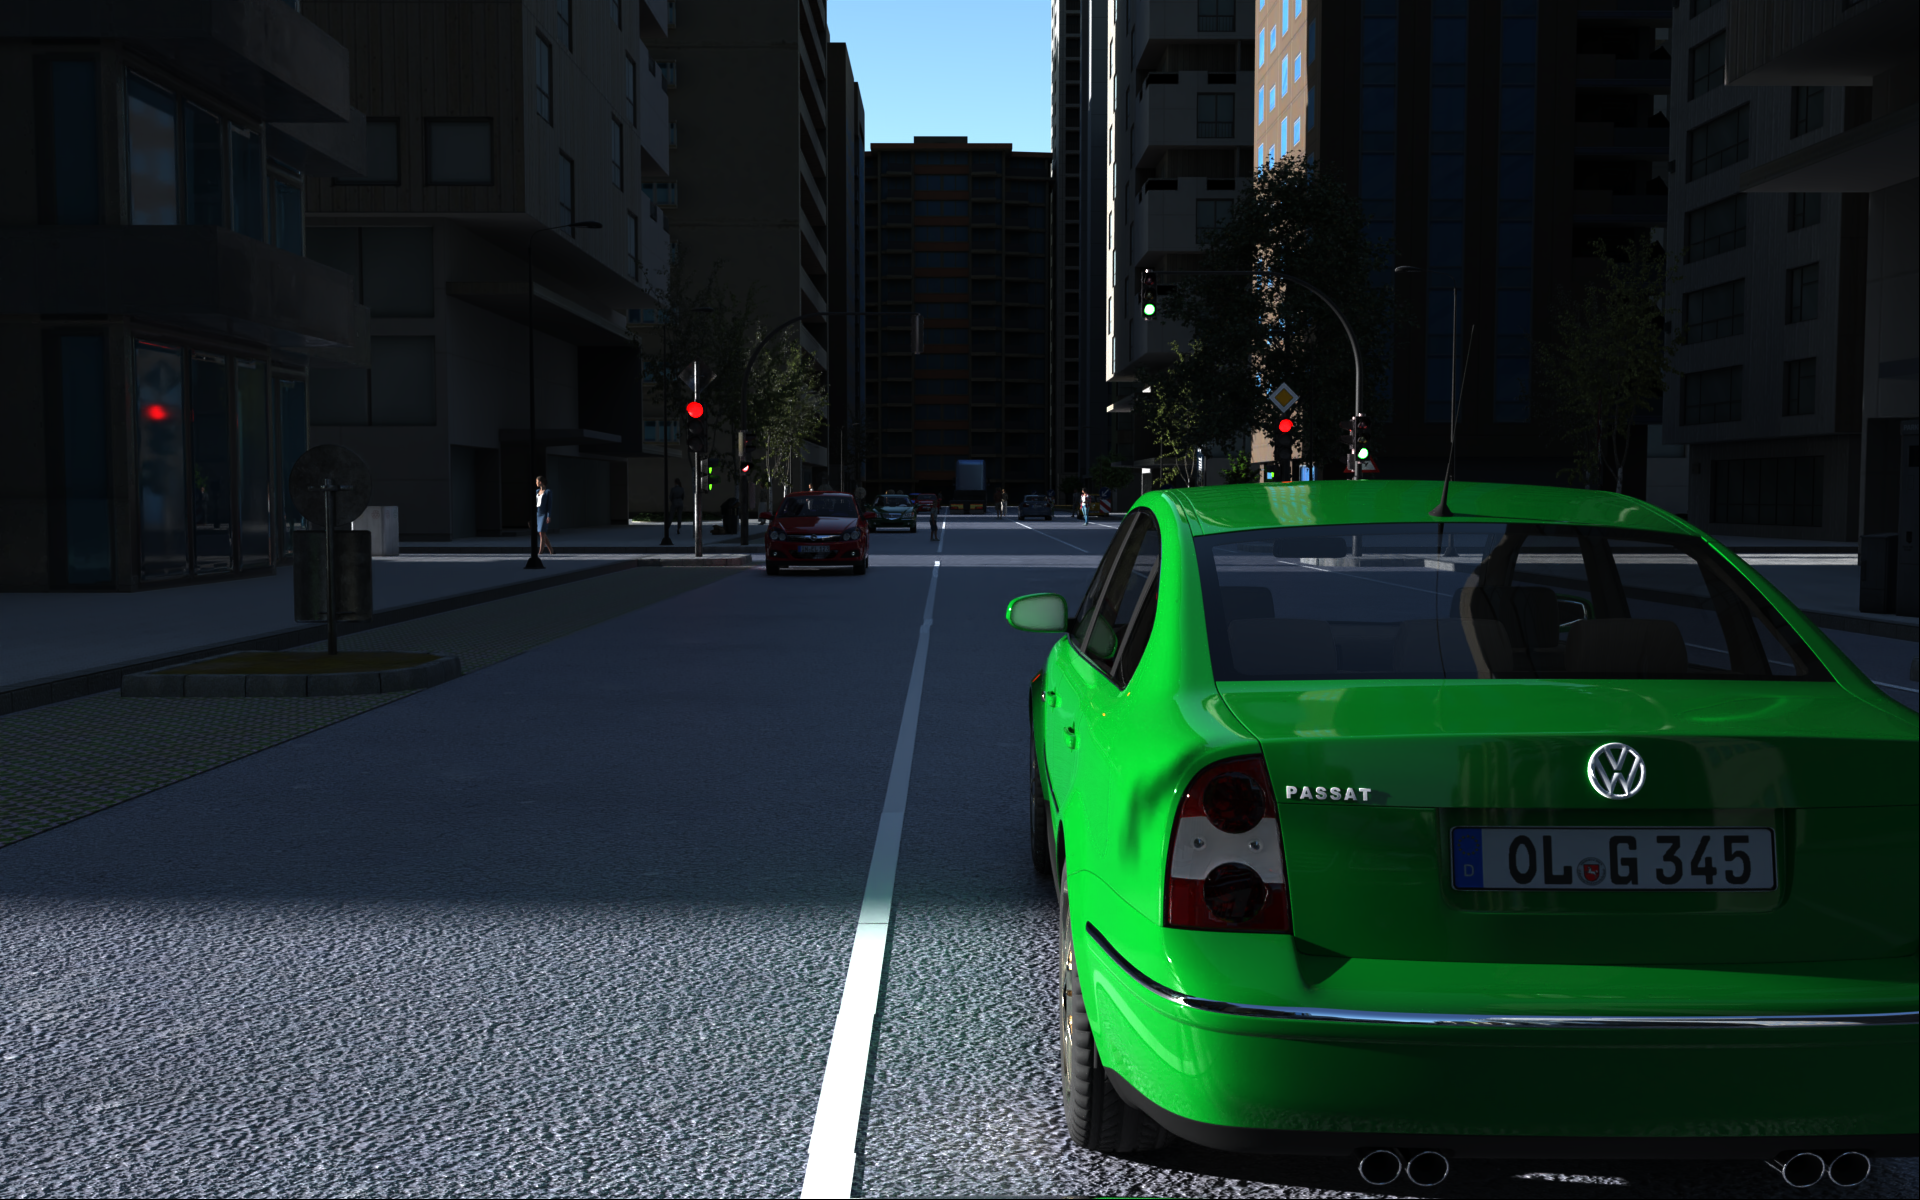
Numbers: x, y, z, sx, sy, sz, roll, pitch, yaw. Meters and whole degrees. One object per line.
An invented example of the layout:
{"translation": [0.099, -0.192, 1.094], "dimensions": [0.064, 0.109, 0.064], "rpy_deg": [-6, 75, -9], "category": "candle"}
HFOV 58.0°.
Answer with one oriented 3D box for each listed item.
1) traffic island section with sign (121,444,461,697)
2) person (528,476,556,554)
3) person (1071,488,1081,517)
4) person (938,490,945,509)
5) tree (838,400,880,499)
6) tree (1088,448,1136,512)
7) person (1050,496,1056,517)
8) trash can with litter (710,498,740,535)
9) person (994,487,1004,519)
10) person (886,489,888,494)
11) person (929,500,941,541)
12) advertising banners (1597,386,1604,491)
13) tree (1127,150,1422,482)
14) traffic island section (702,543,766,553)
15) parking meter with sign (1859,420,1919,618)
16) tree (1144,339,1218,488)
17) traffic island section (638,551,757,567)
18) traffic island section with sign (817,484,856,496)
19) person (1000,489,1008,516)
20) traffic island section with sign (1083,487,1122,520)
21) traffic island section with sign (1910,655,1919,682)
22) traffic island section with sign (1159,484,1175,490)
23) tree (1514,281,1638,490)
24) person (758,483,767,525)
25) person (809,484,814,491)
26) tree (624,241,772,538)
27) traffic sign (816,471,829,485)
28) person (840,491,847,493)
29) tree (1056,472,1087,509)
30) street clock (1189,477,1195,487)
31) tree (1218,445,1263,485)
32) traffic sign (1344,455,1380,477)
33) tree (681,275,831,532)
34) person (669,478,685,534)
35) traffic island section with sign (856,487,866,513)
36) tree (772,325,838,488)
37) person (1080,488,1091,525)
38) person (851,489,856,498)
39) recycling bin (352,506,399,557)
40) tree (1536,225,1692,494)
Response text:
{"translation": [-4.910, -0.273, 13.090], "dimensions": [1.989, 1.847, 2.006], "rpy_deg": [0, 4, 0], "category": "traffic island section with sign"}
{"translation": [-9.005, -1.776, 37.556], "dimensions": [0.654, 1.822, 0.581], "rpy_deg": [-3, 5, -42], "category": "person"}
{"translation": [7.196, -6.009, 107.027], "dimensions": [0.678, 1.792, 0.850], "rpy_deg": [3, 5, 39], "category": "person"}
{"translation": [-1.814, -9.386, 161.964], "dimensions": [0.705, 1.824, 1.348], "rpy_deg": [2, 4, 25], "category": "person"}
{"translation": [-8.051, -11.205, 133.558], "dimensions": [4.360, 8.622, 3.978], "rpy_deg": [0, 3, 0], "category": "tree"}
{"translation": [10.704, -8.475, 122.273], "dimensions": [4.285, 4.588, 4.351], "rpy_deg": [0, 3, 0], "category": "tree"}
{"translation": [5.710, -5.851, 108.410], "dimensions": [0.590, 1.304, 0.306], "rpy_deg": [3, 5, 39], "category": "person"}
{"translation": [-7.389, -2.654, 54.776], "dimensions": [0.624, 1.170, 1.055], "rpy_deg": [2, 4, 33], "category": "trash can with litter"}
{"translation": [2.214, -5.516, 98.665], "dimensions": [0.573, 1.828, 0.580], "rpy_deg": [1, 4, 13], "category": "person"}
{"translation": [-8.137, -11.542, 194.842], "dimensions": [0.705, 1.812, 1.348], "rpy_deg": [0, 4, -6], "category": "person"}
{"translation": [-0.770, -2.434, 52.973], "dimensions": [0.332, 1.250, 0.352], "rpy_deg": [-2, 4, -27], "category": "person"}
{"translation": [10.203, -1.921, 27.599], "dimensions": [0.090, 3.025, 2.074], "rpy_deg": [1, 4, 19], "category": "advertising banners"}
{"translation": [10.889, -8.621, 57.962], "dimensions": [9.611, 12.733, 9.660], "rpy_deg": [0, 3, 0], "category": "tree"}
{"translation": [-5.423, -1.297, 43.491], "dimensions": [2.009, 0.180, 2.903], "rpy_deg": [0, 4, 0], "category": "traffic island section"}
{"translation": [10.167, -1.326, 17.936], "dimensions": [0.543, 3.016, 1.738], "rpy_deg": [-1, 4, -19], "category": "parking meter with sign"}
{"translation": [10.537, -7.924, 79.918], "dimensions": [4.737, 8.622, 4.395], "rpy_deg": [0, 3, 0], "category": "tree"}
{"translation": [-5.374, -0.809, 35.506], "dimensions": [2.009, 0.180, 2.903], "rpy_deg": [0, 4, 0], "category": "traffic island section"}
{"translation": [-5.249, -3.637, 68.096], "dimensions": [1.989, 1.847, 2.006], "rpy_deg": [0, 4, 0], "category": "traffic island section with sign"}
{"translation": [2.888, -6.408, 113.814], "dimensions": [0.519, 1.759, 0.362], "rpy_deg": [0, 4, -6], "category": "person"}
{"translation": [7.807, -5.297, 95.237], "dimensions": [1.989, 1.847, 2.006], "rpy_deg": [0, 4, 0], "category": "traffic island section with sign"}
{"translation": [8.305, -0.258, 12.849], "dimensions": [1.989, 1.847, 2.006], "rpy_deg": [0, 4, 0], "category": "traffic island section with sign"}
{"translation": [7.967, -3.649, 68.282], "dimensions": [1.989, 1.847, 2.006], "rpy_deg": [0, 4, 0], "category": "traffic island section with sign"}
{"translation": [21.283, -6.654, 59.149], "dimensions": [4.360, 8.622, 3.978], "rpy_deg": [0, 3, 0], "category": "tree"}
{"translation": [-8.225, -3.999, 71.970], "dimensions": [0.362, 1.759, 0.519], "rpy_deg": [1, 4, 20], "category": "person"}
{"translation": [-7.389, -4.798, 84.766], "dimensions": [0.573, 1.790, 0.520], "rpy_deg": [-2, 4, -34], "category": "person"}
{"translation": [-7.681, -6.108, 50.224], "dimensions": [4.360, 8.622, 3.978], "rpy_deg": [0, 3, 0], "category": "tree"}
{"translation": [-7.732, -5.958, 97.516], "dimensions": [0.768, 2.556, 0.104], "rpy_deg": [0, 4, 6], "category": "traffic sign"}
{"translation": [-9.247, -7.991, 136.792], "dimensions": [1.348, 1.812, 0.705], "rpy_deg": [-1, 4, -19], "category": "person"}
{"translation": [9.935, -9.814, 155.065], "dimensions": [1.663, 3.219, 1.824], "rpy_deg": [0, 3, 0], "category": "tree"}
{"translation": [9.867, -4.230, 73.731], "dimensions": [0.358, 2.002, 0.471], "rpy_deg": [0, 4, 3], "category": "street clock"}
{"translation": [11.246, -4.521, 68.525], "dimensions": [1.663, 3.219, 1.824], "rpy_deg": [0, 3, 0], "category": "tree"}
{"translation": [9.950, -2.627, 42.953], "dimensions": [0.884, 2.594, 0.081], "rpy_deg": [0, 4, 6], "category": "traffic sign"}
{"translation": [-7.385, -6.638, 58.896], "dimensions": [4.737, 8.622, 4.395], "rpy_deg": [0, 3, 0], "category": "tree"}
{"translation": [-9.110, -2.996, 55.309], "dimensions": [0.573, 1.790, 0.520], "rpy_deg": [3, 5, 44], "category": "person"}
{"translation": [-5.414, -5.299, 95.271], "dimensions": [1.989, 1.847, 2.006], "rpy_deg": [0, 4, 0], "category": "traffic island section with sign"}
{"translation": [-7.901, -7.580, 74.289], "dimensions": [4.360, 8.622, 3.978], "rpy_deg": [0, 3, 0], "category": "tree"}
{"translation": [5.764, -4.271, 79.162], "dimensions": [0.643, 1.720, 0.563], "rpy_deg": [-3, 5, -40], "category": "person"}
{"translation": [-8.594, -8.228, 141.289], "dimensions": [1.217, 1.735, 0.721], "rpy_deg": [-1, 4, -18], "category": "person"}
{"translation": [-12.115, -1.427, 35.891], "dimensions": [0.722, 1.027, 0.722], "rpy_deg": [0, 4, 6], "category": "recycling bin"}
{"translation": [18.321, -5.984, 48.199], "dimensions": [4.737, 8.622, 4.395], "rpy_deg": [0, 3, 0], "category": "tree"}
